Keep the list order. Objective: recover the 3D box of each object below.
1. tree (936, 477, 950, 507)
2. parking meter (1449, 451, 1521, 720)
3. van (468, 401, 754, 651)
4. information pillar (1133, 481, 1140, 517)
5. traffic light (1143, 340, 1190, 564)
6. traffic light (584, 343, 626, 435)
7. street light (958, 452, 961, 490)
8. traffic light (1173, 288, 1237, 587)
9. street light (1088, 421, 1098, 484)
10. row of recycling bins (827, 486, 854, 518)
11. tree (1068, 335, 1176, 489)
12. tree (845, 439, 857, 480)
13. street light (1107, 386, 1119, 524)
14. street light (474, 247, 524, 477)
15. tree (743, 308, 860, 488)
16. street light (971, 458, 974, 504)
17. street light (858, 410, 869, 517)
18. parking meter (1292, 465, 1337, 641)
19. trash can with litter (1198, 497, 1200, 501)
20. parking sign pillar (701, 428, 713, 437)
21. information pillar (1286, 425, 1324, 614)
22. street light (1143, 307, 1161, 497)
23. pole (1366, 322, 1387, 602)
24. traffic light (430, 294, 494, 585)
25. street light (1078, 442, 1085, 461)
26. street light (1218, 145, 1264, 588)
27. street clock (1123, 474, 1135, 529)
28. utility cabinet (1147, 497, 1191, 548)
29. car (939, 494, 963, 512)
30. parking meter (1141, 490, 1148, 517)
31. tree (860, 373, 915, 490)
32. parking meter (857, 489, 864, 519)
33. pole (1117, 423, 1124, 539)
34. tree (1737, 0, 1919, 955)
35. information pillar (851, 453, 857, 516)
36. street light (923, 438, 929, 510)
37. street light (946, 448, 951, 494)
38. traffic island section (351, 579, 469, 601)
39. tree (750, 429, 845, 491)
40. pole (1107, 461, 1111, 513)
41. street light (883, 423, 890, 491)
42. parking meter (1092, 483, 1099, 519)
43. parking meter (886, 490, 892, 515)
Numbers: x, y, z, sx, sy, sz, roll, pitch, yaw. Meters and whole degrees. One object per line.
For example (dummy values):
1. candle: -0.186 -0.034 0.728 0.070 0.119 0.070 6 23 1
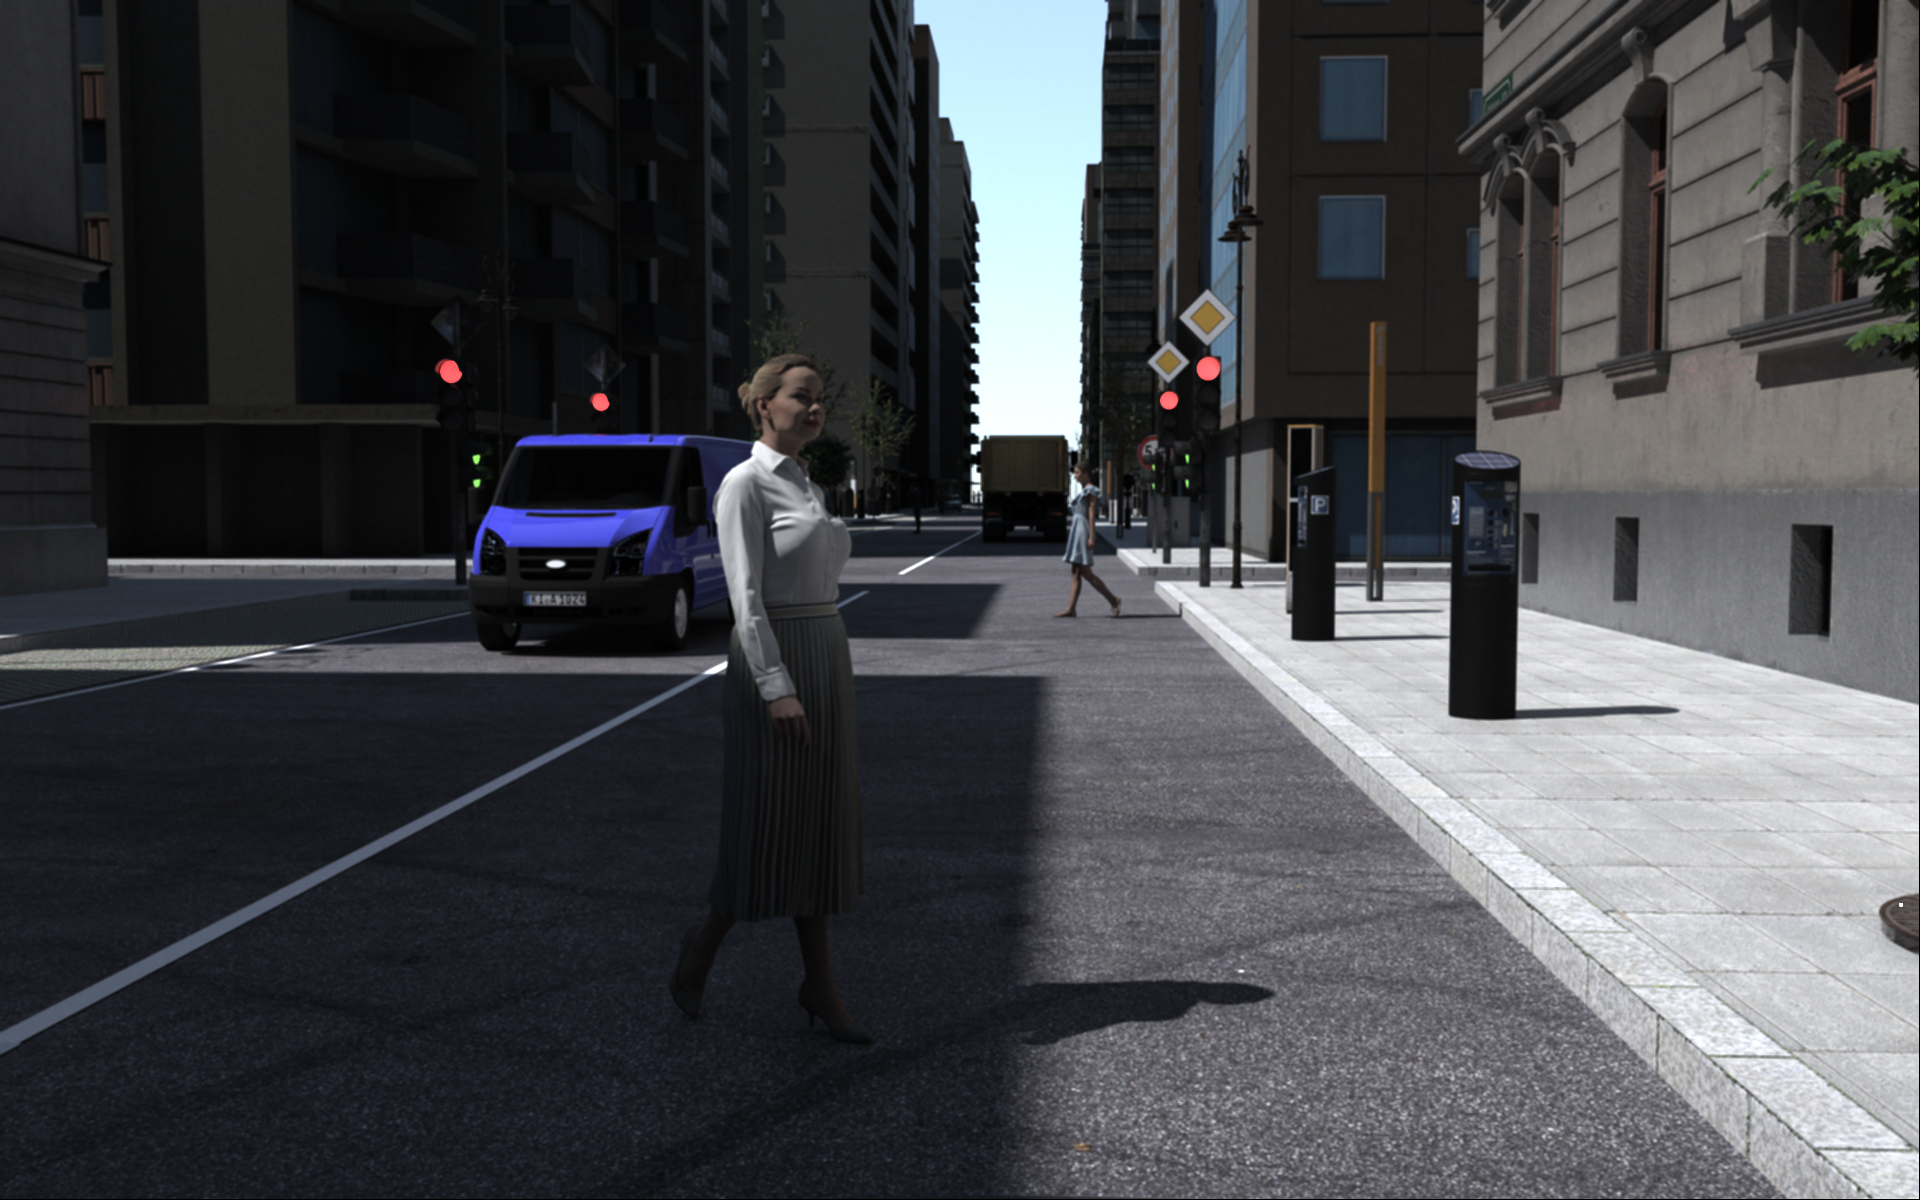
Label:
1. tree: -2.093 -11.072 175.632 1.663 3.219 1.824 0 3 0
2. parking meter: 3.018 -0.095 9.965 0.372 1.533 0.369 0 3 0
3. van: -3.324 -0.810 17.625 2.240 2.365 5.245 0 4 4
4. information pillar: 9.901 -5.669 97.180 0.304 2.012 0.304 3 4 38
5. traffic light: 3.793 -2.622 31.791 0.839 4.253 0.868 0 4 3
6. traffic light: -6.604 -2.655 32.332 0.839 4.253 0.868 0 4 3
7. street light: -0.066 -13.441 192.547 0.468 5.910 1.993 0 4 3
8. traffic light: 3.364 -2.134 23.818 0.839 4.253 0.868 0 4 3
9. street light: 8.278 -8.163 106.261 0.468 5.910 1.993 0 4 3
10. row of recycling bins: -7.499 -5.293 93.660 3.534 1.692 1.069 -1 4 -8
11. tree: 7.541 -7.915 79.772 4.737 8.622 4.395 0 3 0
12. tree: -6.748 -6.235 85.649 4.285 4.588 4.351 0 3 0
13. street light: 6.564 -6.211 74.339 0.468 5.910 1.993 0 4 3
14. street light: -8.661 -3.664 32.687 0.468 5.910 1.993 0 4 3
15. tree: -6.619 -7.191 67.941 4.737 8.622 4.395 0 3 0
16. street light: 1.623 -15.367 224.033 0.468 5.910 1.993 0 4 3
17. street light: -5.298 -7.503 95.467 0.468 5.910 1.993 0 4 3
18. parking meter: 3.109 -0.416 15.207 0.372 1.533 0.369 0 3 0
19. trash can with litter: 10.998 -3.981 76.155 2.233 1.210 1.678 2 4 34
20. parking sign pillar: -10.696 -5.031 70.729 1.447 3.967 1.447 0 4 8
21. information pillar: 3.689 -0.860 18.545 0.304 2.012 0.304 2 4 28
22. street light: 4.785 -4.289 42.910 0.468 5.910 1.993 0 4 3
23. pole: 4.965 -1.639 20.645 0.158 3.312 0.155 0 3 0
24. traffic light: -7.033 -2.167 24.359 0.839 4.253 0.868 0 4 3
25. street light: 10.764 -10.931 151.508 0.468 5.910 1.993 0 4 3
26. street light: 3.773 -3.097 23.431 0.468 5.910 1.993 0 4 3
27. street clock: 6.155 -3.605 63.519 0.471 2.002 0.358 2 4 25
28. utility cabinet: 5.011 -1.859 41.563 1.020 1.237 0.306 1 4 13
29. car: -0.759 -7.686 137.674 2.014 1.417 4.499 0 4 2
30. parking meter: 10.271 -5.371 96.232 0.372 1.533 0.369 0 3 0
31. tree: -5.056 -9.461 105.045 4.737 8.622 4.395 0 3 0
32. parking meter: -5.188 -5.021 90.509 0.372 1.533 0.369 0 3 0
33. pole: 4.614 -3.425 49.846 0.158 3.312 0.155 0 3 0
34. tree: 3.273 -0.617 4.688 1.663 3.219 1.824 0 3 0
35. information pillar: -6.109 -6.607 99.376 0.183 3.616 0.504 -2 4 -35
36. street light: -2.772 -10.264 140.596 0.468 5.910 1.993 0 4 3
37. street light: -1.168 -12.184 171.990 0.468 5.910 1.993 0 4 3
38. traffic island section: -7.073 -0.135 24.496 2.009 0.180 2.903 0 4 3
39. tree: -7.526 -5.483 73.366 4.285 4.588 4.351 0 3 0
40. pole: 9.180 -6.885 106.413 0.158 3.312 0.155 0 3 0
41. street light: -4.534 -8.339 109.133 0.468 5.910 1.993 0 4 3
42. parking meter: 7.009 -5.120 89.421 0.399 1.863 0.255 0 4 -4
43. parking meter: -4.440 -6.088 107.942 0.372 1.533 0.369 0 3 0
